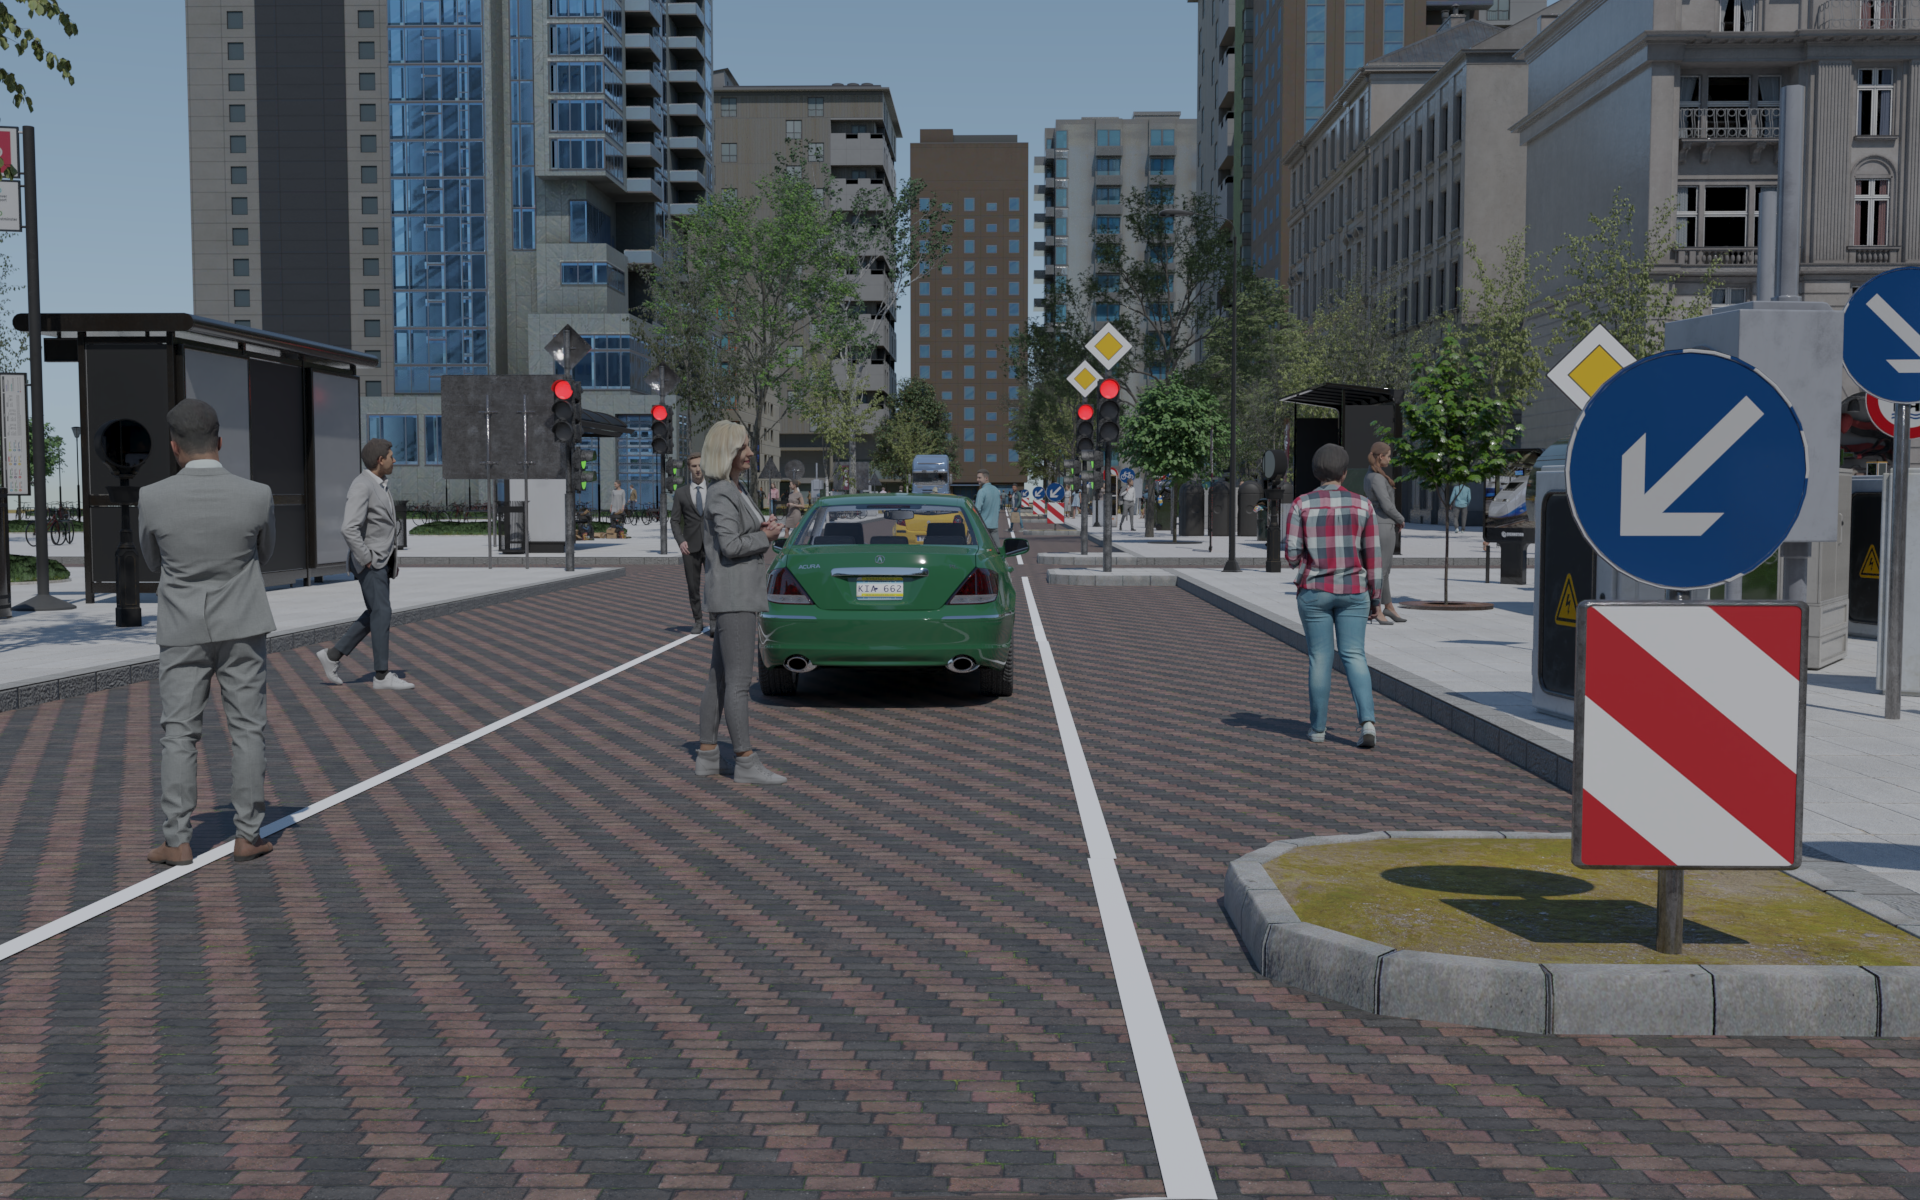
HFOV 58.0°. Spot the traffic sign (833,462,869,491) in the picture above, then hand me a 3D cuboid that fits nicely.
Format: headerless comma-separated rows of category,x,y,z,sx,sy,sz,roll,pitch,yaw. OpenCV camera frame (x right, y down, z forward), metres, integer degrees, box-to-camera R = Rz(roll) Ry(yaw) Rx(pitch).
traffic sign,-6.883,-7.064,109.373,2.265,3.308,0.079,0,4,7

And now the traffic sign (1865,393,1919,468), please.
traffic sign,8.811,-0.982,16.162,0.768,2.556,0.104,1,4,8

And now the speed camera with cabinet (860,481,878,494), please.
speed camera with cabinet,-5.810,-7.120,110.754,0.660,3.252,2.038,-1,4,-21

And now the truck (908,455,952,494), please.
truck,-1.828,-8.260,124.803,2.967,4.110,18.799,0,4,1

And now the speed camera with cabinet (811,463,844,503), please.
speed camera with cabinet,-8.406,-7.092,110.289,2.038,3.252,0.660,1,4,9

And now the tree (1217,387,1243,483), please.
tree,16.360,-9.050,98.322,4.737,8.622,4.395,0,3,0

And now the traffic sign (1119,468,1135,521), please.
traffic sign,8.016,-5.078,83.123,0.768,2.556,0.104,0,4,2

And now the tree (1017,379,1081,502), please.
tree,8.388,-13.675,149.347,9.928,11.665,9.643,0,3,0

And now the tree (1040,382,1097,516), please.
tree,6.709,-9.321,102.759,4.737,8.622,4.395,0,3,0

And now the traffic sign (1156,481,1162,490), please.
traffic sign,8.813,-4.724,77.340,0.768,2.556,0.104,1,4,10

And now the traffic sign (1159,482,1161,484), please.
traffic sign,9.696,-5.017,84.149,0.606,2.300,0.079,0,4,7

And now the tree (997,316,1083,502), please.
tree,10.837,-19.917,181.528,12.611,20.169,13.585,0,3,0

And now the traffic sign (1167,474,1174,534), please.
traffic sign,6.773,-3.373,55.257,0.768,2.556,0.104,0,4,7

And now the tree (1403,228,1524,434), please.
tree,14.848,-5.986,48.230,4.737,8.622,4.395,0,3,0

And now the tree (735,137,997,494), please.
tree,-7.354,-14.583,94.321,12.611,20.169,13.585,0,3,0

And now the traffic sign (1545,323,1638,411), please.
traffic sign,4.934,-0.834,13.377,0.795,2.593,0.064,0,4,6

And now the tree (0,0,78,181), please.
tree,-7.653,-3.768,11.976,4.737,8.622,4.395,0,3,0

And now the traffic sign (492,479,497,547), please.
traffic sign,-11.244,-2.550,41.802,0.768,2.556,0.104,0,4,3

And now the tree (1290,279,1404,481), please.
tree,14.036,-6.726,60.335,4.737,8.622,4.395,0,3,0

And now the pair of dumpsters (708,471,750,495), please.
pair of dumpsters,-8.936,-3.955,67.165,1.574,2.255,4.437,0,4,1

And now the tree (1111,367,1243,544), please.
tree,5.632,-3.743,44.909,4.285,4.588,4.351,0,3,0

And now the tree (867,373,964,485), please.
tree,-4.298,-15.091,163.752,9.611,12.733,9.660,0,3,0

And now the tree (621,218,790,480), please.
tree,-7.037,-5.915,47.069,4.360,8.622,3.978,0,3,0

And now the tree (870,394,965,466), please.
tree,-4.481,-16.762,184.430,12.009,13.543,11.850,0,3,0

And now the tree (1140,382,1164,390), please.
tree,13.093,-9.708,109.081,4.737,8.622,4.395,0,3,0

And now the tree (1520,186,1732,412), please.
tree,16.407,-5.626,42.353,4.737,8.622,4.395,0,3,0

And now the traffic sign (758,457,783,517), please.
traffic sign,-6.600,-3.683,60.214,0.884,2.594,0.081,1,4,11

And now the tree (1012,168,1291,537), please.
tree,5.504,-7.116,50.752,8.767,10.594,7.601,1,4,15

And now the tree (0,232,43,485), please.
tree,-25.993,-5.799,45.178,4.360,8.622,3.978,0,3,0

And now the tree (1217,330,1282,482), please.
tree,13.461,-7.630,75.105,4.360,8.622,3.978,0,3,0

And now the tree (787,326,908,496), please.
tree,-5.665,-7.712,76.447,4.737,8.622,4.395,0,3,0

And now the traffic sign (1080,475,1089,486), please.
traffic sign,7.786,-6.671,109.182,0.768,2.556,0.104,1,4,8

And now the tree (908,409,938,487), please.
tree,-4.239,-11.992,146.435,4.737,8.622,4.395,0,3,0

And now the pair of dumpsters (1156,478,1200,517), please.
pair of dumpsters,9.311,-4.358,73.742,1.574,2.255,4.437,0,4,1

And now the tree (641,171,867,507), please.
tree,-6.551,-7.947,55.692,9.928,11.665,9.643,0,3,0

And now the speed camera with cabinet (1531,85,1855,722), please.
speed camera with cabinet,3.766,-0.907,9.163,0.660,3.252,2.038,0,4,-8

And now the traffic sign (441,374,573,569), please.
traffic sign,-7.723,-2.182,29.542,2.265,3.308,0.079,0,4,3

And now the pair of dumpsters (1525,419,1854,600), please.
pair of dumpsters,7.019,-0.891,17.060,1.574,2.255,4.437,0,4,1

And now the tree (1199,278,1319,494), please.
tree,15.569,-10.611,91.621,7.486,12.596,7.792,0,3,0

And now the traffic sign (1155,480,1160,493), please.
traffic sign,7.736,-4.131,67.655,0.768,2.556,0.104,0,4,2

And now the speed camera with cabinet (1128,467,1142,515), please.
speed camera with cabinet,10.548,-6.768,104.998,0.660,3.252,2.038,0,4,-7

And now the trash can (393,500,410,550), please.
trash can,-12.993,-1.714,39.685,0.748,1.137,0.748,0,3,0

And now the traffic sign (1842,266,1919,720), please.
traffic sign,5.322,-0.593,9.807,0.768,2.556,0.104,0,4,6

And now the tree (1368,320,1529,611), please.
tree,5.344,-1.516,19.381,1.663,3.219,1.824,0,3,0

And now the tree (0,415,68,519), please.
tree,-33.708,-4.775,61.786,4.285,4.588,4.351,0,3,0

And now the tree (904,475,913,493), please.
tree,-4.452,-9.567,151.026,1.663,3.219,1.824,0,3,0

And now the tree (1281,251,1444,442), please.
tree,12.664,-6.308,53.495,4.360,8.622,3.978,0,3,0

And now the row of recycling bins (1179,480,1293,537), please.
row of recycling bins,8.401,-2.781,52.575,3.534,1.692,1.069,1,4,12

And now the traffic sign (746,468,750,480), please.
traffic sign,-10.074,-5.041,82.419,0.884,2.594,0.081,0,4,2

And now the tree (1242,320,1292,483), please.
tree,14.192,-7.187,67.872,4.737,8.622,4.395,0,3,0

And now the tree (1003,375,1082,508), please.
tree,7.865,-14.733,159.009,7.486,12.596,7.792,0,3,0

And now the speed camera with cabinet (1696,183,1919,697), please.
speed camera with cabinet,5.969,-1.033,11.220,2.038,3.252,0.660,2,4,33

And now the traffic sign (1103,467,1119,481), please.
traffic sign,7.131,-5.018,82.142,0.768,2.556,0.104,0,4,2

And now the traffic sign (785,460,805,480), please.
traffic sign,-6.127,-3.916,64.133,0.768,2.556,0.104,0,4,7

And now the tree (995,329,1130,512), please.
tree,7.600,-13.273,127.384,12.009,13.543,11.850,0,3,0

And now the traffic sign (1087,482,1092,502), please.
traffic sign,8.351,-6.709,111.813,0.606,2.300,0.079,1,4,11
